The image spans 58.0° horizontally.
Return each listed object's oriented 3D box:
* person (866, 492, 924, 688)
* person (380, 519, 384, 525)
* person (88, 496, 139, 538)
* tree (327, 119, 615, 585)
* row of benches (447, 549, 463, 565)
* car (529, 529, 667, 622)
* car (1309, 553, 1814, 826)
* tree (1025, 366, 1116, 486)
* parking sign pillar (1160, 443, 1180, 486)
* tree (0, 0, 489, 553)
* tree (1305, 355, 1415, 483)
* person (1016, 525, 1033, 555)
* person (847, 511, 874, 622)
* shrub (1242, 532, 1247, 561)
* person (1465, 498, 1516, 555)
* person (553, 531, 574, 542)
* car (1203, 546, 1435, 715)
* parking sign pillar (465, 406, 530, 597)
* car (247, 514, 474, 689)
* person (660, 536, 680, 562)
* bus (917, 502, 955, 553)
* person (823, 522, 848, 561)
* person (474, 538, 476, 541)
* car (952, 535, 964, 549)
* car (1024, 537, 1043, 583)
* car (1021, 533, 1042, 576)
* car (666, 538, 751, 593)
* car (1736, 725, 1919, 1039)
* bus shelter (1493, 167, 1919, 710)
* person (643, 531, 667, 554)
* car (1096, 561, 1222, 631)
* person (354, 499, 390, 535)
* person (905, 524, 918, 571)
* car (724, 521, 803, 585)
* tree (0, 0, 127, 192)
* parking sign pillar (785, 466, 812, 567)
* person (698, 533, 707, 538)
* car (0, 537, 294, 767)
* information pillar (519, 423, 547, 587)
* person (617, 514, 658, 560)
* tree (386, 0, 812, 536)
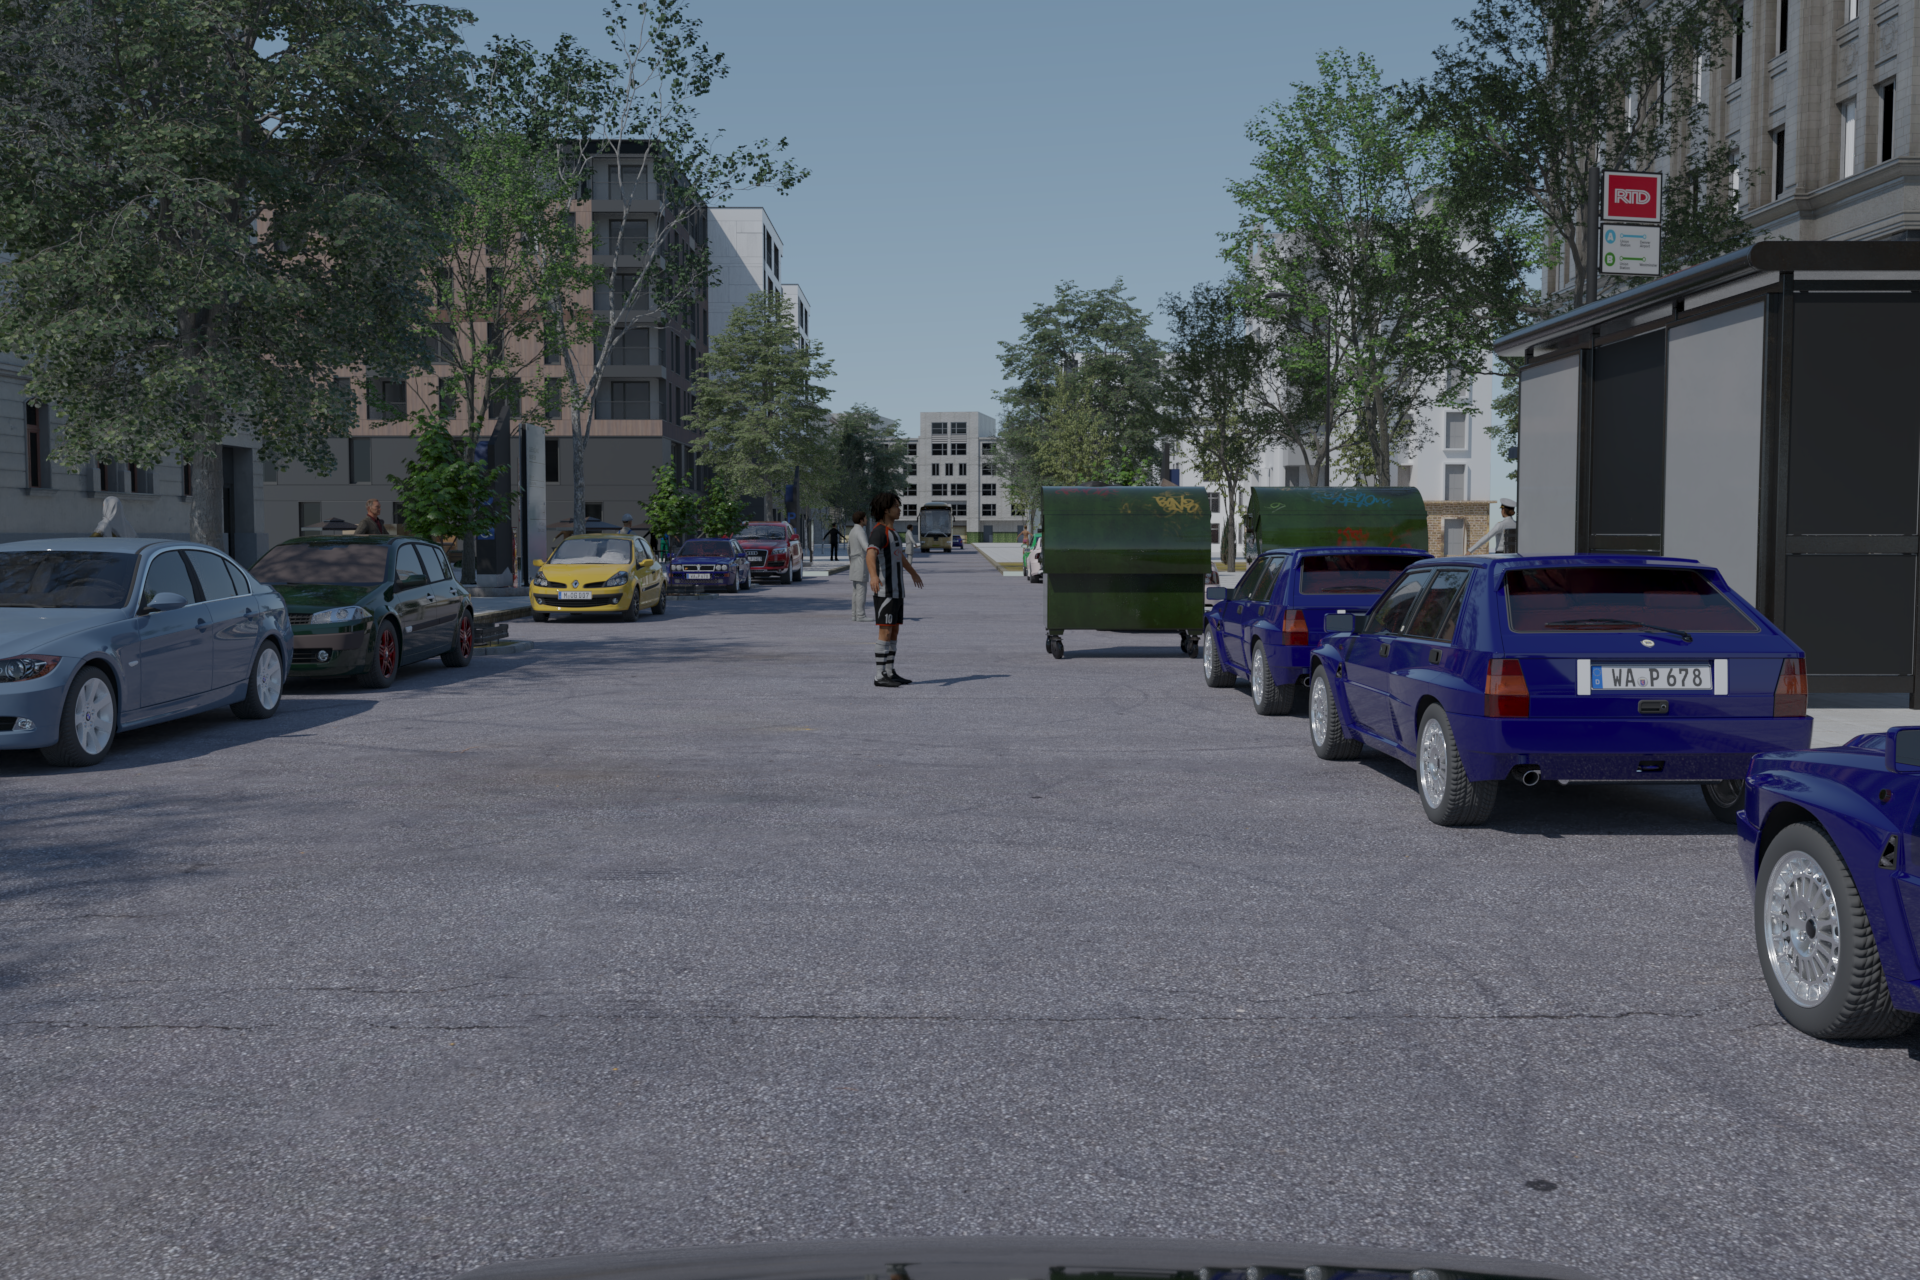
[{"bbox_3d":[-0.650,-0.472,16.320,0.704,1.843,1.345,1,4,16],"label":"person"},{"bbox_3d":[-18.695,-2.993,55.517,0.750,1.759,0.617,0,4,3],"label":"person"},{"bbox_3d":[-10.345,-0.871,21.015,0.721,1.736,1.217,1,4,14],"label":"person"},{"bbox_3d":[-12.389,-7.217,43.754,9.928,11.665,9.643,0,3,0],"label":"tree"},{"bbox_3d":[-21.503,-3.324,69.806,4.104,0.672,1.422,-2,4,-26],"label":"row of benches"},{"bbox_3d":[-6.119,-1.178,29.480,2.015,1.641,3.980,0,4,0],"label":"car"},{"bbox_3d":[3.156,0.166,9.858,1.945,1.354,3.894,0,4,-1],"label":"car"},{"bbox_3d":[4.911,-7.647,75.389,4.737,8.622,4.395,0,3,0],"label":"tree"},{"bbox_3d":[6.282,-3.889,52.064,1.447,3.967,1.447,0,4,0],"label":"parking sign pillar"},{"bbox_3d":[-12.347,-7.419,27.950,9.857,13.997,8.962,0,3,0],"label":"tree"},{"bbox_3d":[15.627,-7.110,66.612,4.737,8.622,4.395,0,3,0],"label":"tree"},{"bbox_3d":[3.425,-5.036,89.139,1.217,1.733,0.721,2,4,29],"label":"person"},{"bbox_3d":[-1.618,-1.211,28.444,0.705,1.806,1.347,-1,4,-23],"label":"person"},{"bbox_3d":[11.433,-3.746,65.282,1.661,2.075,1.752,0,3,0],"label":"shrub"},{"bbox_3d":[7.454,-1.060,23.784,1.216,1.778,0.721,-1,4,-18],"label":"person"},{"bbox_3d":[-18.255,-4.553,80.585,1.346,1.812,0.704,-1,4,-8],"label":"person"},{"bbox_3d":[3.186,-0.150,15.032,1.945,1.354,3.894,0,4,-1],"label":"car"},{"bbox_3d":[-9.659,-2.899,35.866,1.447,3.967,1.447,0,4,0],"label":"parking sign pillar"},{"bbox_3d":[-6.161,-0.459,17.293,2.009,1.686,4.222,0,3,0],"label":"car"},{"bbox_3d":[-13.638,-4.520,80.032,1.347,1.817,0.704,0,4,0],"label":"person"},{"bbox_3d":[-1.868,-8.888,136.872,2.896,3.916,12.252,0,4,0],"label":"bus"},{"bbox_3d":[-5.985,-4.685,82.539,1.347,1.837,0.705,2,4,23],"label":"person"},{"bbox_3d":[-18.782,-3.585,67.885,0.991,1.433,0.599,-2,4,-30],"label":"person"},{"bbox_3d":[-0.551,-9.350,165.455,1.945,1.354,3.894,0,4,-1],"label":"car"},{"bbox_3d":[2.973,-2.417,51.874,2.083,1.381,4.827,0,4,0],"label":"car"},{"bbox_3d":[3.035,-2.975,57.440,1.959,1.807,4.718,0,4,-1],"label":"car"},{"bbox_3d":[-6.255,-1.877,43.263,1.945,1.354,3.894,0,4,0],"label":"car"},{"bbox_3d":[3.255,0.539,3.768,1.945,1.354,3.894,0,3,0],"label":"car"},{"bbox_3d":[6.707,-2.391,16.727,2.179,5.291,8.768,0,3,0],"label":"bus shelter"},{"bbox_3d":[-13.774,-4.386,77.894,1.347,1.806,0.705,-2,4,-35],"label":"person"},{"bbox_3d":[2.902,-0.895,27.000,2.083,1.381,4.827,0,4,-1],"label":"car"},{"bbox_3d":[-8.744,-1.208,25.923,0.705,1.807,1.348,1,4,15],"label":"person"},{"bbox_3d":[-1.903,-3.557,66.804,0.705,1.806,1.347,-1,4,-16],"label":"person"},{"bbox_3d":[-5.787,-2.579,50.837,2.281,1.827,5.304,0,4,0],"label":"car"},{"bbox_3d":[-12.350,-6.314,13.611,12.009,13.543,11.850,0,3,0],"label":"tree"},{"bbox_3d":[-6.538,-4.853,67.824,1.447,3.967,1.447,0,4,0],"label":"parking sign pillar"},{"bbox_3d":[-9.284,-3.549,64.300,1.348,1.796,0.705,2,4,25],"label":"person"},{"bbox_3d":[-6.215,-0.011,12.177,2.014,1.417,4.499,0,4,0],"label":"car"},{"bbox_3d":[-9.258,-2.829,37.571,0.184,3.620,1.656,0,4,0],"label":"information pillar"},{"bbox_3d":[-6.791,-1.662,35.481,1.347,1.847,0.705,2,4,28],"label":"person"},{"bbox_3d":[-11.671,-12.255,56.263,12.611,20.169,13.585,0,3,0],"label":"tree"}]
